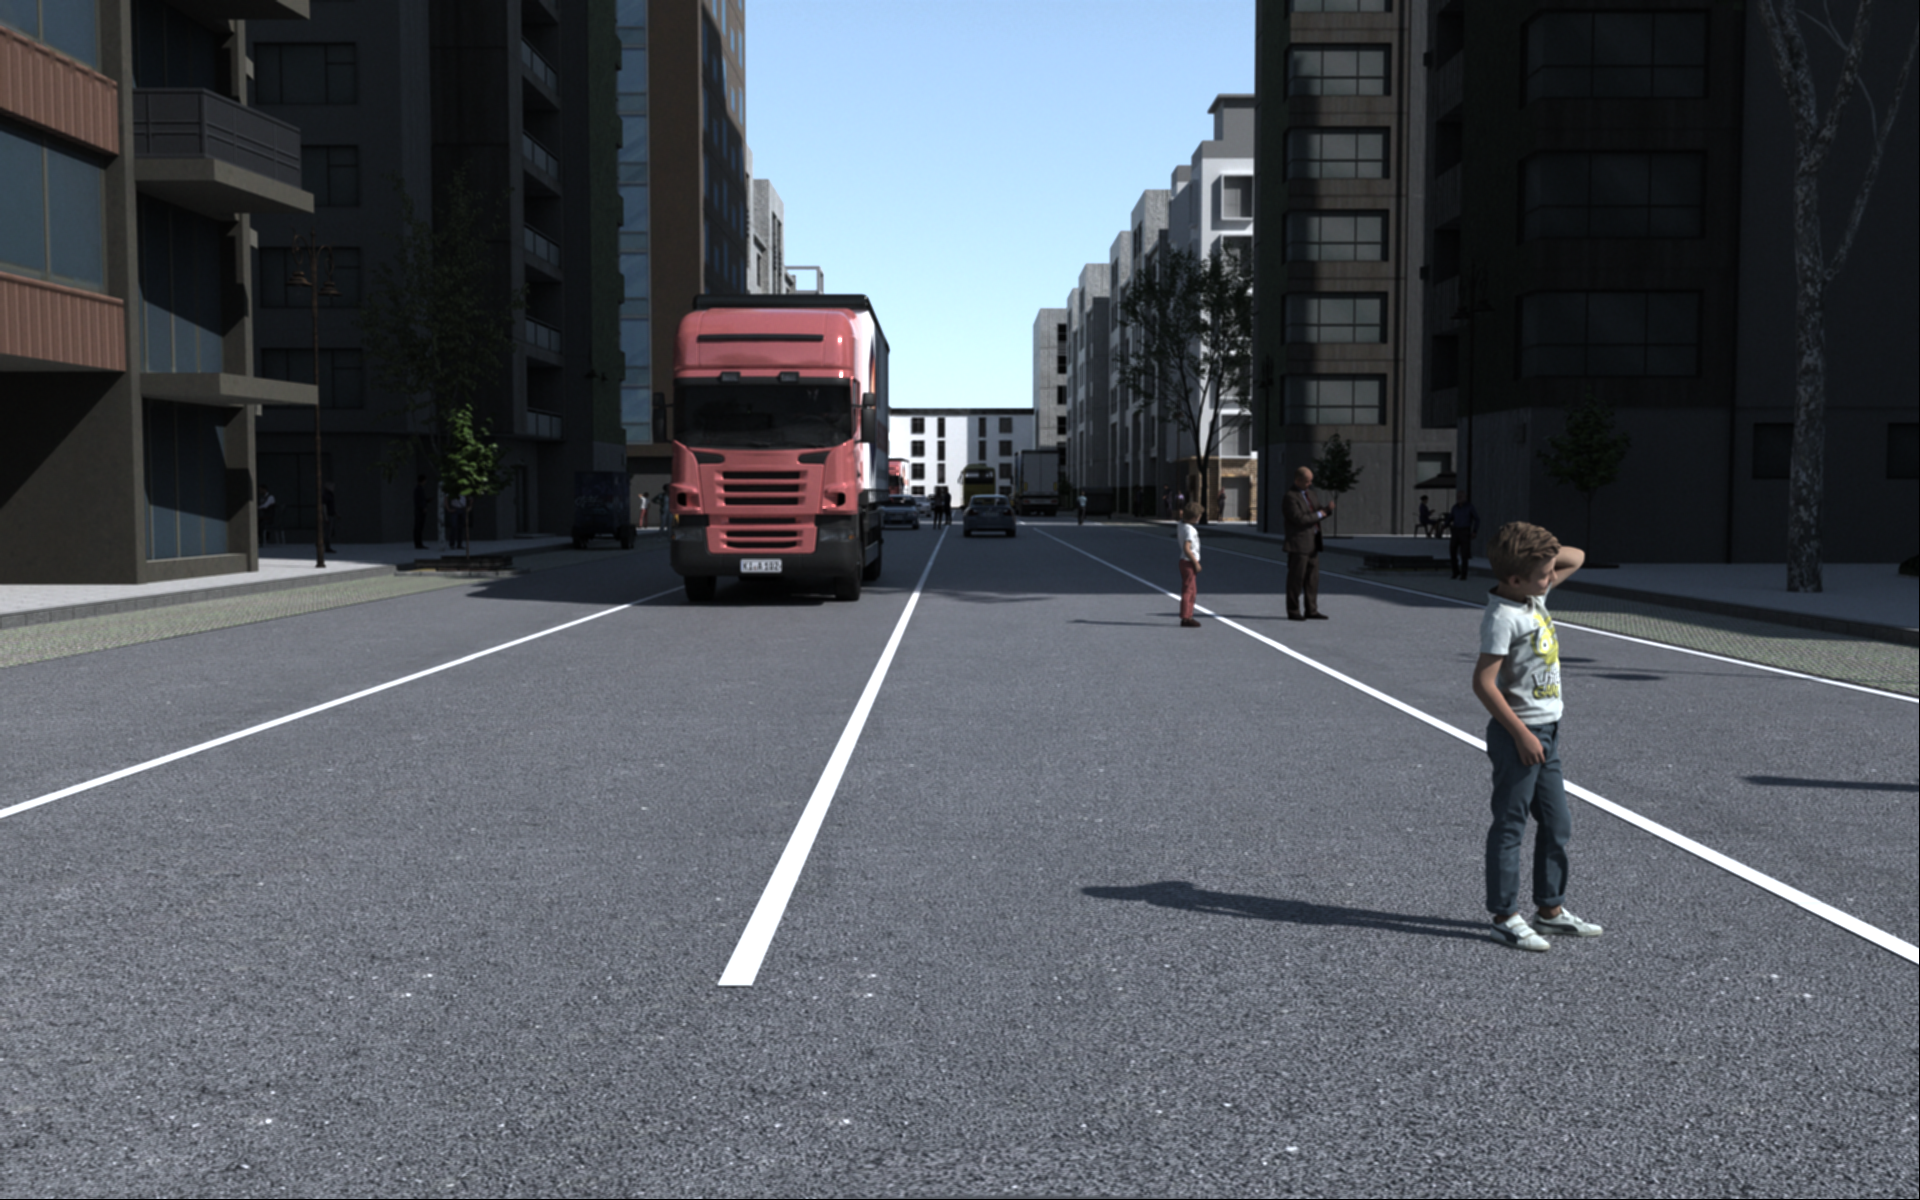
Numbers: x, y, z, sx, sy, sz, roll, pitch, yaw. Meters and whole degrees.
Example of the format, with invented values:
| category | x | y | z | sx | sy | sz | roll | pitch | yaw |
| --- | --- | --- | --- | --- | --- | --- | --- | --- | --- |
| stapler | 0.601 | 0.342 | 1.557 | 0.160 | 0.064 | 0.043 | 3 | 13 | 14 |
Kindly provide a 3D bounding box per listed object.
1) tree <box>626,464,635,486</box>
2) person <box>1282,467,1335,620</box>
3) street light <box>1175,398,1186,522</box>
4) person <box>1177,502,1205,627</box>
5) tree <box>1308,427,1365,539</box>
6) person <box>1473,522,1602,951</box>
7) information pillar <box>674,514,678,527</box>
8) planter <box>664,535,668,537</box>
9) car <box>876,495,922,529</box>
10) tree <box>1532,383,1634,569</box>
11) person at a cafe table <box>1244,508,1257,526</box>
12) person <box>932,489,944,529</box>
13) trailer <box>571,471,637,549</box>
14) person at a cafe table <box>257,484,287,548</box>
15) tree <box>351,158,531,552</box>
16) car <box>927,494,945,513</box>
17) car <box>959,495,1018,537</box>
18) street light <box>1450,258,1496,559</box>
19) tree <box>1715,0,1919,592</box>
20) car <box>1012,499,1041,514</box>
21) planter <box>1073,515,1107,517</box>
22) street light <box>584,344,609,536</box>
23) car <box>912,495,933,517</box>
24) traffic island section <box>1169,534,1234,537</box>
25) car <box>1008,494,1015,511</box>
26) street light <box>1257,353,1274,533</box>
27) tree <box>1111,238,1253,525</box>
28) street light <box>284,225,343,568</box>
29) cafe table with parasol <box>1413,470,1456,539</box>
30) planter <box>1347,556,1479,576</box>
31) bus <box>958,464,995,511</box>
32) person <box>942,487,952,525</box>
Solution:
| category | x | y | z | sx | sy | sz | roll | pitch | yaw |
| --- | --- | --- | --- | --- | --- | --- | --- | --- | --- |
| tree | -11.998 | -3.985 | 59.759 | 1.663 | 3.219 | 1.824 | 0 | 3 | 0 |
| person | 3.957 | -0.641 | 19.664 | 0.600 | 1.739 | 0.565 | 1 | 4 | 19 |
| street light | 10.076 | -6.553 | 79.933 | 0.468 | 5.910 | 1.993 | 0 | 3 | 0 |
| person | 2.507 | -0.386 | 18.728 | 0.340 | 1.345 | 0.435 | -1 | 4 | -15 |
| tree | 11.021 | -3.405 | 50.280 | 1.663 | 3.219 | 1.824 | 0 | 3 | 0 |
| person | 1.844 | 0.422 | 5.507 | 0.340 | 1.345 | 0.435 | 2 | 4 | 31 |
| information pillar | -10.501 | -4.441 | 63.960 | 0.183 | 3.616 | 0.504 | 0 | 4 | 1 |
| planter | -8.779 | -2.266 | 58.184 | 1.991 | 0.319 | 1.994 | 0 | 3 | 0 |
| car | -2.561 | -3.648 | 71.640 | 2.014 | 1.417 | 4.499 | 0 | 4 | 0 |
| tree | 10.864 | -2.182 | 30.275 | 1.663 | 3.219 | 1.824 | 0 | 3 | 0 |
| person at a cafe table | 12.305 | -3.735 | 69.580 | 1.622 | 1.524 | 1.698 | 0 | 4 | 5 |
| person | -0.878 | -3.748 | 71.247 | 0.517 | 1.644 | 0.566 | 2 | 4 | 33 |
| trailer | -9.193 | -2.268 | 44.131 | 1.471 | 1.999 | 3.904 | 0 | 4 | -2 |
| person at a cafe table | -17.157 | -2.041 | 41.882 | 1.622 | 1.524 | 1.698 | -3 | 5 | -43 |
| tree | -11.600 | -5.392 | 38.526 | 4.737 | 8.622 | 4.395 | 0 | 3 | 0 |
| car | -1.813 | -7.460 | 131.759 | 2.009 | 1.686 | 4.222 | 0 | 4 | -1 |
| car | 0.986 | -2.881 | 59.102 | 2.014 | 1.417 | 4.499 | 0 | 4 | 0 |
| street light | 10.057 | -3.751 | 34.122 | 0.468 | 5.910 | 1.993 | 0 | 3 | 0 |
| tree | 10.465 | -10.089 | 20.844 | 12.611 | 20.169 | 13.585 | 0 | 3 | 0 |
| car | 4.812 | -7.000 | 123.488 | 2.155 | 1.783 | 4.494 | 0 | 4 | 1 |
| planter | 8.102 | -5.331 | 108.297 | 1.991 | 0.319 | 1.994 | 0 | 3 | 0 |
| street light | -11.094 | -4.905 | 52.984 | 0.468 | 5.910 | 1.993 | 0 | 3 | 0 |
| car | -2.769 | -5.942 | 109.511 | 2.083 | 1.381 | 4.827 | 0 | 4 | -2 |
| traffic island section | 8.039 | -2.144 | 57.925 | 1.991 | 0.108 | 1.994 | 0 | 3 | 0 |
| car | 4.356 | -7.568 | 133.966 | 2.015 | 1.641 | 3.980 | 0 | 4 | 0 |
| street light | 10.096 | -5.152 | 57.027 | 0.468 | 5.910 | 1.993 | 0 | 3 | 0 |
| tree | 10.074 | -8.928 | 71.728 | 9.928 | 11.665 | 9.643 | 0 | 3 | 0 |
| street light | -11.170 | -3.504 | 30.079 | 0.468 | 5.910 | 1.993 | 0 | 3 | 0 |
| cafe table with parasol | 14.003 | -2.744 | 49.726 | 2.610 | 1.966 | 2.610 | -1 | 4 | -21 |
| planter | 7.992 | -0.602 | 30.975 | 1.991 | 0.319 | 1.994 | 0 | 3 | 0 |
| bus | 1.394 | -9.196 | 141.900 | 2.896 | 3.916 | 12.252 | 0 | 4 | -1 |
| person | -0.652 | -4.383 | 80.865 | 0.504 | 1.737 | 0.576 | -2 | 4 | -35 |
